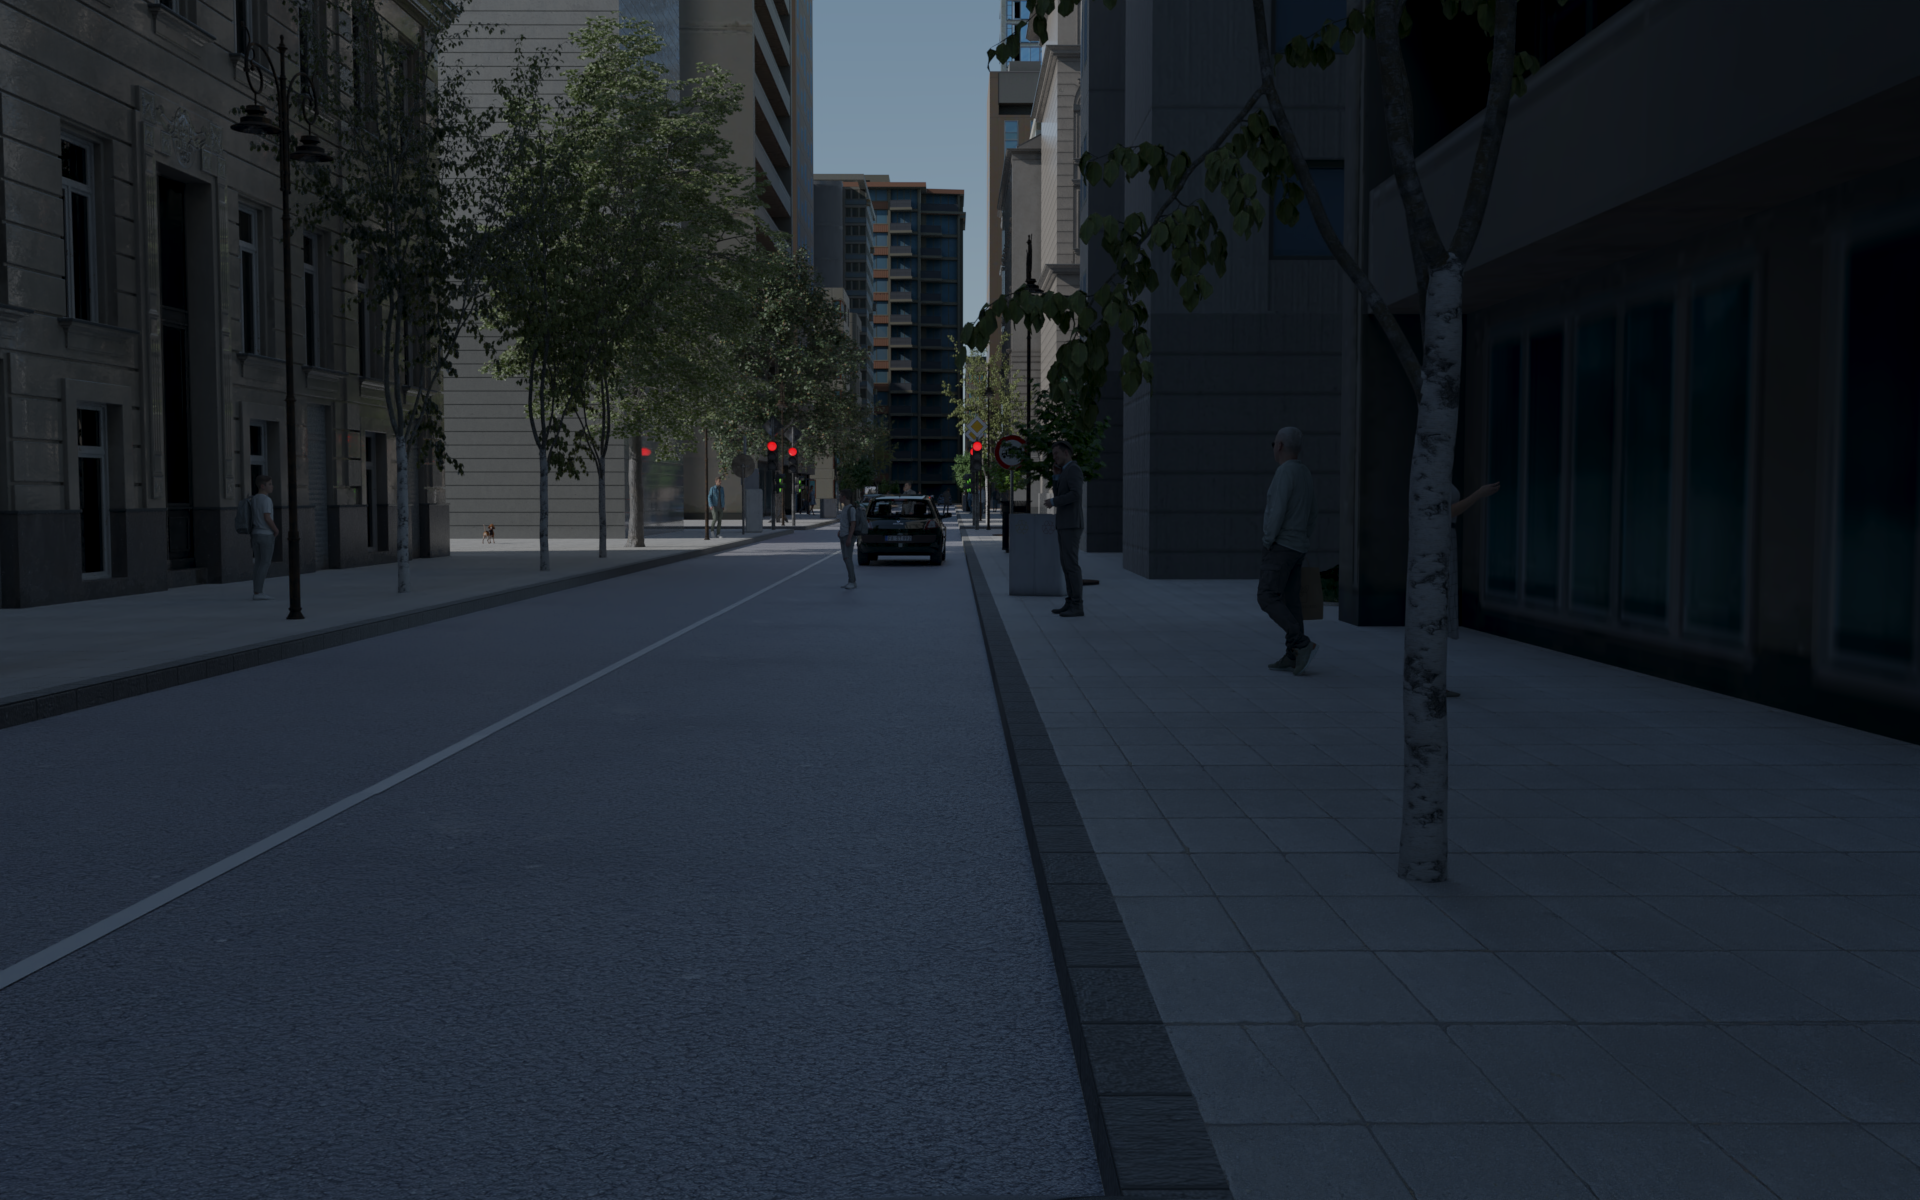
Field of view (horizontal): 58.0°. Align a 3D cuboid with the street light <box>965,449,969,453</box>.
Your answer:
[{"bbox_3d":[0.581,-10.502,144.502,0.468,5.910,1.993,0,4,0],"label":"street light"}]

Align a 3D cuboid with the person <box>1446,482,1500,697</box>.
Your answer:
[{"bbox_3d":[3.110,-0.269,11.013,0.524,1.755,0.480,0,4,0],"label":"person"}]

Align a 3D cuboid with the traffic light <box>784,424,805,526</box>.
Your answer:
[{"bbox_3d":[-6.705,-4.954,69.915,0.839,4.253,0.868,0,4,0],"label":"traffic light"}]

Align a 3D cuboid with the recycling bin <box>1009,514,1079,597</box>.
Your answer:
[{"bbox_3d":[1.072,-0.581,22.059,0.722,1.027,0.722,1,4,22],"label":"recycling bin"}]

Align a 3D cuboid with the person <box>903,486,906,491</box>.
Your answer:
[{"bbox_3d":[-2.767,-5.000,90.351,0.850,1.850,0.679,1,4,12],"label":"person"}]

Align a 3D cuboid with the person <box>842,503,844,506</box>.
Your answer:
[{"bbox_3d":[-9.463,-8.267,141.699,0.515,1.767,0.782,3,5,42],"label":"person"}]

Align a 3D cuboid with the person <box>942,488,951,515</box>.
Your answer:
[{"bbox_3d":[-0.923,-6.844,120.204,0.655,1.846,0.447,2,4,24],"label":"person"}]

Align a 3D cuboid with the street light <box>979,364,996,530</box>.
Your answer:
[{"bbox_3d":[1.019,-5.433,61.618,0.468,5.910,1.993,0,4,0],"label":"street light"}]

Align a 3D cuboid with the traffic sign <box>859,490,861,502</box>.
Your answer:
[{"bbox_3d":[-7.502,-7.937,129.882,0.768,2.556,0.104,0,4,2],"label":"traffic sign"}]

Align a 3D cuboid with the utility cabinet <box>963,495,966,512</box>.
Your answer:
[{"bbox_3d":[0.540,-7.087,127.030,0.306,1.237,1.020,2,4,25],"label":"utility cabinet"}]

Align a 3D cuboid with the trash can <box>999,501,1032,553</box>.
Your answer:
[{"bbox_3d":[1.220,-1.603,37.861,0.748,1.137,0.748,0,3,0],"label":"trash can"}]

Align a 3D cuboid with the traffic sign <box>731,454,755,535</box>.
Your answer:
[{"bbox_3d":[-6.858,-3.343,54.765,0.768,2.556,0.104,0,4,7],"label":"traffic sign"}]

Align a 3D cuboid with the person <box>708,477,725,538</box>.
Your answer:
[{"bbox_3d":[-7.073,-2.690,50.371,0.601,1.785,0.444,-3,4,-36],"label":"person"}]

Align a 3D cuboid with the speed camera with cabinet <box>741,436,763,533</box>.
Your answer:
[{"bbox_3d":[-7.026,-3.926,58.519,0.660,3.252,2.038,-1,4,-11],"label":"speed camera with cabinet"}]

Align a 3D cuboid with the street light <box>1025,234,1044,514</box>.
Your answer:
[{"bbox_3d":[1.231,-3.562,31.029,0.468,5.910,1.993,0,4,0],"label":"street light"}]

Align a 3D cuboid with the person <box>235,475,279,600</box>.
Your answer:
[{"bbox_3d":[-8.480,-0.755,20.981,0.503,1.515,0.523,0,4,7],"label":"person"}]

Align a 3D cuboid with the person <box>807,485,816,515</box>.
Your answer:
[{"bbox_3d":[-8.972,-6.008,104.364,0.616,1.811,0.778,-3,5,-40],"label":"person"}]

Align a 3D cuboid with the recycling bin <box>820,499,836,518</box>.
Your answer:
[{"bbox_3d":[-7.053,-4.898,92.639,0.722,1.027,0.722,-1,4,-23],"label":"recycling bin"}]

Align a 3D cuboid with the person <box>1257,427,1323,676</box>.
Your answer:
[{"bbox_3d":[2.448,-0.370,12.578,0.515,1.767,0.782,2,4,30],"label":"person"}]

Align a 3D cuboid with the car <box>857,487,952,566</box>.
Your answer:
[{"bbox_3d":[-1.180,-1.611,36.129,2.009,1.686,4.222,0,4,1],"label":"car"}]

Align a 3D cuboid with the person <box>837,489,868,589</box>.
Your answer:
[{"bbox_3d":[-1.685,-0.932,26.327,0.503,1.515,0.523,3,4,37],"label":"person"}]

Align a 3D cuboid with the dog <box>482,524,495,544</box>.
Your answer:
[{"bbox_3d":[-12.233,-1.719,44.941,0.406,0.507,0.540,-2,4,-31],"label":"dog"}]

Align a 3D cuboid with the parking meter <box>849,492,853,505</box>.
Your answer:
[{"bbox_3d":[-7.241,-6.461,114.048,0.372,1.533,0.369,0,3,0],"label":"parking meter"}]

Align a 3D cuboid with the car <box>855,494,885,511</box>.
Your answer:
[{"bbox_3d":[-4.670,-5.075,94.769,2.131,1.459,4.920,0,4,-1],"label":"car"}]

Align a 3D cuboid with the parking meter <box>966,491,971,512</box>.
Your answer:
[{"bbox_3d":[0.622,-7.170,125.647,0.372,1.533,0.369,0,3,0],"label":"parking meter"}]

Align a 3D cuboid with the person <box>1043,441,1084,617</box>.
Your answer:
[{"bbox_3d":[1.099,-0.763,18.324,0.447,1.846,0.655,0,4,-5],"label":"person"}]

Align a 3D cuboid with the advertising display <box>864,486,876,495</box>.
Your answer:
[{"bbox_3d":[-7.396,-8.418,142.852,0.974,1.923,0.123,0,4,-2],"label":"advertising display"}]

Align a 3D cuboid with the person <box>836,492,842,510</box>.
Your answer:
[{"bbox_3d":[-9.410,-7.929,135.862,0.590,1.801,0.661,2,4,26],"label":"person"}]

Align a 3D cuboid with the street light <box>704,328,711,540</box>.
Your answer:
[{"bbox_3d":[-7.063,-4.612,48.192,0.468,5.910,1.993,0,4,0],"label":"street light"}]

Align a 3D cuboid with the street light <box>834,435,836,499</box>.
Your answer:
[{"bbox_3d":[-7.301,-7.844,101.032,0.468,5.910,1.993,0,4,0],"label":"street light"}]

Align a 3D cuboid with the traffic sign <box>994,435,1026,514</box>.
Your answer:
[{"bbox_3d":[1.118,-2.273,37.266,0.768,2.556,0.104,0,4,4],"label":"traffic sign"}]

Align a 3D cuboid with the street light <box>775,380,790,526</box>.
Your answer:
[{"bbox_3d":[-7.180,-5.955,70.156,0.468,5.910,1.993,0,4,0],"label":"street light"}]

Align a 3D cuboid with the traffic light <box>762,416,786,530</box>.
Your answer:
[{"bbox_3d":[-6.666,-4.465,61.930,0.839,4.253,0.868,0,4,0],"label":"traffic light"}]

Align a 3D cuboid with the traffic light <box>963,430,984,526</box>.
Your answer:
[{"bbox_3d":[0.557,-4.957,69.965,0.839,4.253,0.868,0,4,0],"label":"traffic light"}]

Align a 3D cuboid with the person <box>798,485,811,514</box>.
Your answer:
[{"bbox_3d":[-9.846,-6.361,109.962,0.836,1.842,0.656,-1,4,-14],"label":"person"}]

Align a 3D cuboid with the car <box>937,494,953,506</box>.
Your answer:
[{"bbox_3d":[-1.904,-12.442,215.426,2.014,1.417,4.499,0,4,-1],"label":"car"}]

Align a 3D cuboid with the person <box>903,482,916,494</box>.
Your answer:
[{"bbox_3d":[-1.668,-2.778,54.014,0.767,1.812,0.694,-3,5,-40],"label":"person"}]

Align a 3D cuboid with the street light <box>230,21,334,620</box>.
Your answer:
[{"bbox_3d":[-6.822,-2.741,17.603,0.468,5.910,1.993,0,4,0],"label":"street light"}]

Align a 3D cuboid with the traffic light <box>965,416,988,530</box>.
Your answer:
[{"bbox_3d":[0.595,-4.468,61.980,0.839,4.253,0.868,0,4,0],"label":"traffic light"}]
